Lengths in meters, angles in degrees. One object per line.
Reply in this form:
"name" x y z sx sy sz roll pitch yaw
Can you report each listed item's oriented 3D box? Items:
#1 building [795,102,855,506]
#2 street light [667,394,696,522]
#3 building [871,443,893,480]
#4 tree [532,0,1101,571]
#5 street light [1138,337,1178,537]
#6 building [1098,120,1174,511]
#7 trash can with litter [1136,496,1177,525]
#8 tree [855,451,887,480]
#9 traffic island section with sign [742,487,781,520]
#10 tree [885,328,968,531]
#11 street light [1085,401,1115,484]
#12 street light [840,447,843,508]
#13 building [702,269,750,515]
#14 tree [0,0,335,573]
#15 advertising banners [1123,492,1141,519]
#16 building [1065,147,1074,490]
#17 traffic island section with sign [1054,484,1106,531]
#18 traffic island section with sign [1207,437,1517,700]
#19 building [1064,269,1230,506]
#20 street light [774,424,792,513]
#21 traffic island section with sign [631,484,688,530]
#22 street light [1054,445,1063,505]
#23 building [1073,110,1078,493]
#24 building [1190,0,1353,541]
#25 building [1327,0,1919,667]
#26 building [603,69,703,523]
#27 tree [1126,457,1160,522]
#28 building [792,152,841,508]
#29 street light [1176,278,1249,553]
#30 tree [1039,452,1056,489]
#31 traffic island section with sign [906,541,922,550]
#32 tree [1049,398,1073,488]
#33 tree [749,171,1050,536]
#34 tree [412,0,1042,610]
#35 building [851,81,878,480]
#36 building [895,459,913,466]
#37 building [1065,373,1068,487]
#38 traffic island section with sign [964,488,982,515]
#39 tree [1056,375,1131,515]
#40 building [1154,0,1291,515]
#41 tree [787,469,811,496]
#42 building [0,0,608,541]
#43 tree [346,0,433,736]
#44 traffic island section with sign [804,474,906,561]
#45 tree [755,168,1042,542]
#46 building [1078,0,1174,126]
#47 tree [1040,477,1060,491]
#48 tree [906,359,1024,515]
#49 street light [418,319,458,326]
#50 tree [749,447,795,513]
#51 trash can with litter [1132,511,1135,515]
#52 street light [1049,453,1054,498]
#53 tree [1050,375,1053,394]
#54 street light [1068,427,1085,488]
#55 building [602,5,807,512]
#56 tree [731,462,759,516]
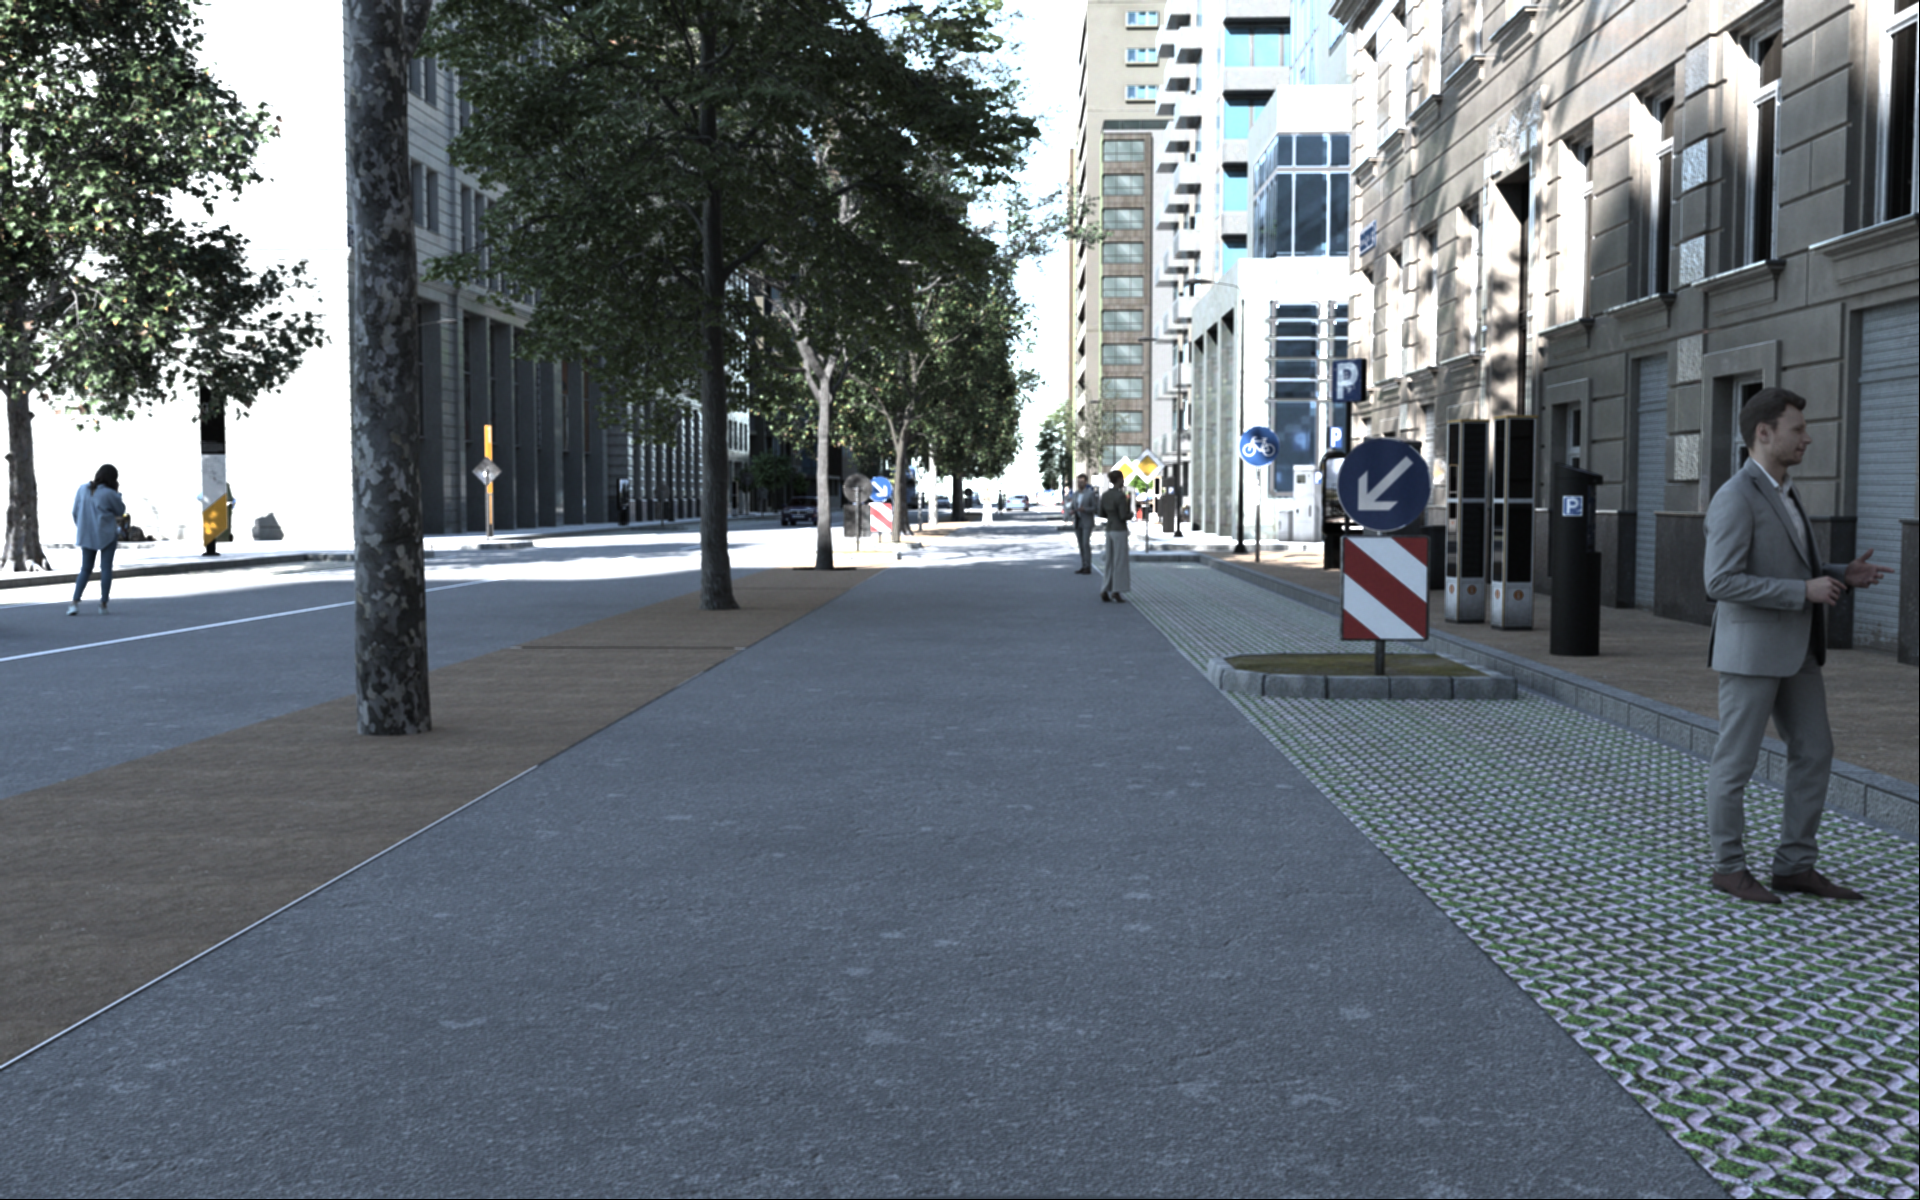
"building" -18.688 -32.550 182.300 14.600 45.320 14.200 0 4 2
"street light" -12.936 -6.612 80.653 1.470 5.913 1.316 0 4 2
"building" -19.978 -38.487 248.877 23.786 49.044 30.456 0 4 2
"tree" -2.580 -7.311 32.364 12.009 13.543 11.850 0 3 0
"street light" 5.958 -4.823 51.389 1.470 5.913 1.316 0 4 2
"building" 17.927 -22.329 136.776 14.160 30.474 14.107 0 4 2
"trash can with litter" 8.184 -3.698 71.514 1.678 1.210 2.233 0 4 1
"tree" -10.311 -14.967 195.066 4.360 8.622 3.978 0 3 0
"traffic island section with sign" -10.915 -5.319 95.592 1.989 1.847 2.006 0 4 2
"tree" -1.575 -7.012 67.463 4.737 8.622 4.395 0 3 0
"street light" 7.139 -6.949 86.156 1.470 5.913 1.316 0 4 2
"street light" -10.195 -11.291 157.149 1.470 5.913 1.316 0 4 2
"building" -19.272 -15.296 104.835 10.420 20.320 16.860 0 4 2
"tree" -15.612 -6.822 28.549 9.611 12.733 9.660 0 3 0
"advertising banners" 9.109 -5.597 87.694 2.074 3.025 0.090 -1 4 -18
"building" 20.440 -34.761 218.458 14.600 45.320 14.200 0 4 2
"traffic island section with sign" 4.802 -3.619 67.798 1.989 1.847 2.006 0 4 2
"traffic island section with sign" 2.899 -0.265 12.954 1.989 1.847 2.006 0 4 2
"building" 27.331 -58.087 262.397 22.319 86.520 31.000 0 4 2
"street light" -11.717 -8.716 115.050 1.470 5.913 1.316 0 4 2
"traffic island section with sign" -11.851 -3.671 68.653 1.989 1.847 2.006 0 4 2
"street light" 9.837 -11.607 162.309 1.470 5.913 1.316 0 4 2
"building" 19.287 -30.821 187.518 14.154 41.232 14.086 0 4 2
"building" 23.492 -45.448 55.747 31.000 86.520 22.319 0 4 2
"building" 13.136 -13.798 22.856 12.463 27.353 25.104 0 4 2
"building" -19.276 -15.748 86.362 11.050 23.489 19.941 0 4 2
"tree" 8.495 -5.205 79.709 1.663 3.219 1.824 0 3 0
"building" -27.987 -28.832 163.286 32.217 40.220 23.993 0 4 2
"street light" 5.551 -3.970 37.455 1.470 5.913 1.316 0 4 2
"tree" 14.243 -19.407 267.672 4.360 8.622 3.978 0 3 0
"traffic island section with sign" -2.048 -2.285 45.496 2.006 1.907 1.989 0 4 2
"tree" 11.908 -17.513 204.456 7.486 12.596 7.792 0 3 0
"tree" -2.000 -8.485 58.196 9.611 12.733 9.660 0 3 0
"tree" -2.921 -6.120 20.646 7.486 12.596 7.792 0 3 0
"building" -24.130 -38.577 219.969 28.713 52.752 27.495 0 4 2
"building" -14.864 -36.007 272.315 14.154 41.232 14.086 0 4 2
"building" 25.376 -37.489 236.639 21.300 48.544 21.600 0 4 2
"traffic island section with sign" 0.551 -6.878 120.589 2.006 1.907 1.989 0 4 2
"tree" 8.305 -9.542 106.373 4.360 8.622 3.978 0 3 0
"building" 22.833 -29.251 97.860 23.786 49.044 30.456 0 4 2
"tree" -11.981 -8.333 130.839 1.663 3.219 1.824 0 3 0
"building" -21.484 -17.365 61.405 11.434 29.767 29.804 0 4 2
"tree" -2.216 -9.208 8.899 12.611 20.169 13.585 0 3 0
"traffic island section with sign" -2.315 -1.832 38.093 2.006 1.907 1.989 0 4 2
"tree" -1.905 -6.893 49.563 8.767 10.594 7.601 0 4 2
"building" 21.499 -32.471 154.598 21.300 48.544 21.600 0 4 2
"tree" 14.396 -17.877 276.009 4.285 4.588 4.351 0 3 0
"tree" 0.037 -12.674 116.325 9.857 13.997 8.962 0 3 0
"street light" -14.021 -4.502 46.150 1.470 5.913 1.316 0 4 2
"tree" -13.019 -8.294 119.327 4.285 4.588 4.351 0 3 0
"trash can with litter" 9.968 -5.584 102.690 0.624 1.170 1.055 -3 4 -36
"street light" 11.524 -14.607 211.362 1.470 5.913 1.316 0 4 2
"tree" -0.048 -10.322 88.224 9.611 12.733 9.660 0 3 0
"street light" 8.384 -9.053 120.552 1.470 5.913 1.316 0 4 2
"building" -24.084 -29.459 136.274 22.147 44.769 28.867 0 4 2
"tree" -12.850 -6.639 103.149 1.663 3.219 1.824 0 3 0
